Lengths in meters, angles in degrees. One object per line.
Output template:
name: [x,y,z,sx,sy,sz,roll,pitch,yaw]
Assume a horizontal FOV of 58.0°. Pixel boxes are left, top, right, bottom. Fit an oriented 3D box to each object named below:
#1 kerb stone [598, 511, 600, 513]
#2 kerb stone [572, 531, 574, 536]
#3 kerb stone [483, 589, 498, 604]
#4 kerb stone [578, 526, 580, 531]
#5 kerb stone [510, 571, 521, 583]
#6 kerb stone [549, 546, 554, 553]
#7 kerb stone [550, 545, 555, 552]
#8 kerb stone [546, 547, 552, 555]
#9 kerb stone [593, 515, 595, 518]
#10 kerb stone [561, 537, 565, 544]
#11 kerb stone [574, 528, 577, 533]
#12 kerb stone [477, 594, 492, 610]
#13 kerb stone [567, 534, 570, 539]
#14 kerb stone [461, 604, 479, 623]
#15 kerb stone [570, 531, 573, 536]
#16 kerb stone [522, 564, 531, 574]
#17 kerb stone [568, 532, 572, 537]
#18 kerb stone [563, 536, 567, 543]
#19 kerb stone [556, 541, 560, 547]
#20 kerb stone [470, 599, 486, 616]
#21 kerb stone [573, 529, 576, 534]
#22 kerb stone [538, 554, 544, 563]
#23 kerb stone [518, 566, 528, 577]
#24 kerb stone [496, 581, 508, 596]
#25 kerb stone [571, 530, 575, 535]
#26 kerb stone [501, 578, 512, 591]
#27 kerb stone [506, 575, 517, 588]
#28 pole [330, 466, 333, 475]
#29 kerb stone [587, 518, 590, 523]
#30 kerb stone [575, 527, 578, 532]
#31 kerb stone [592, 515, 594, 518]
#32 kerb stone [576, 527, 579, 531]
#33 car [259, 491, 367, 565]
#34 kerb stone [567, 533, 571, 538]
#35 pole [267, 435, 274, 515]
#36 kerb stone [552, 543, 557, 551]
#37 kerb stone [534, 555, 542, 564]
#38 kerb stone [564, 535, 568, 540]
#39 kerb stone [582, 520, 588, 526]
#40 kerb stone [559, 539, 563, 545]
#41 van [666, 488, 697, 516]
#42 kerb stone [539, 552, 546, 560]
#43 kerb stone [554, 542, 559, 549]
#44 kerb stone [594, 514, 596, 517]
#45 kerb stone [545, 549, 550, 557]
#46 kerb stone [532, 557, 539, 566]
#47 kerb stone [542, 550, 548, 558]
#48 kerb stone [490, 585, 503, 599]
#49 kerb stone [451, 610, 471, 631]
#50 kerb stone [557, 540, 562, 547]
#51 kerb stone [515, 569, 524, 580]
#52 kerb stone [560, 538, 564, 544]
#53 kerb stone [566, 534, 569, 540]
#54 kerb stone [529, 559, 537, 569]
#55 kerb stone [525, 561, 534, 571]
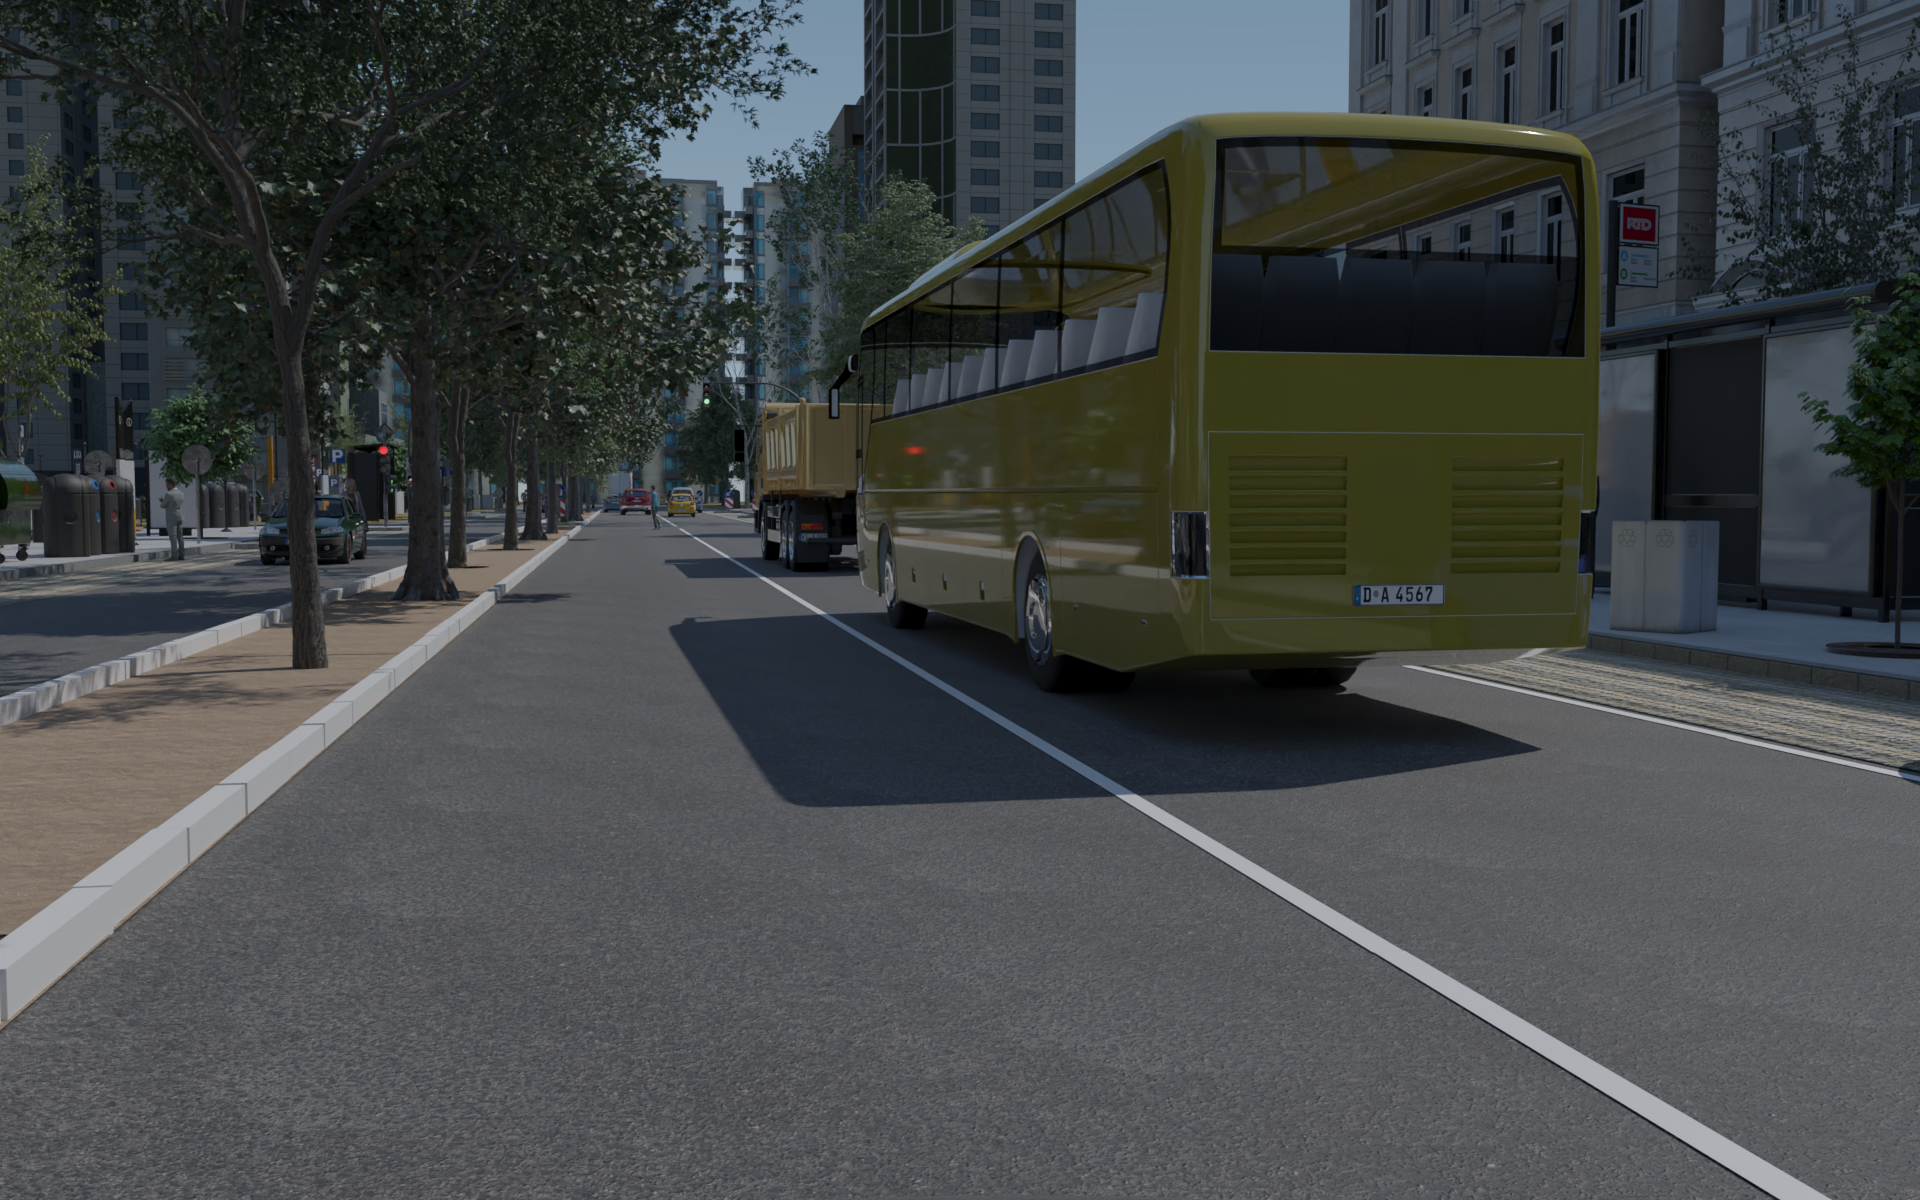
kerb stone: [-24.241,-5.695,115.349,0.120,0.150,1.000,-1,4,-11]
kerb stone: [-12.755,-2.098,56.502,0.120,0.150,1.000,-1,4,-11]
kerb stone: [-6.078,-0.005,22.271,0.120,0.150,1.000,-1,4,-11]
kerb stone: [-14.325,-2.590,64.547,0.120,0.150,1.000,-1,4,-11]
kerb stone: [-7.055,-0.312,27.299,0.120,0.150,1.000,-1,4,-11]
kerb stone: [-9.611,-1.112,40.381,0.120,0.150,1.000,-1,4,-11]
kerb stone: [-9.809,-1.174,41.388,0.120,0.150,1.000,-1,4,-11]
kerb stone: [-9.414,-1.051,39.375,0.120,0.150,1.000,-1,4,-11]
kerb stone: [-20.517,-4.527,96.229,0.120,0.150,1.000,-1,4,-11]
kerb stone: [-11.188,-1.603,48.434,0.120,0.150,1.000,-1,4,-11]
kerb stone: [-13.545,-2.340,60.531,0.120,0.150,1.000,-1,4,-11]
kerb stone: [-5.875,0.057,21.270,0.120,0.150,1.000,-1,4,-11]
kerb stone: [-11.972,-1.848,52.476,0.120,0.150,1.000,-1,4,-11]
kerb stone: [-5.485,0.180,19.258,0.120,0.150,1.000,-1,4,-11]
kerb stone: [-12.555,-2.036,55.492,0.120,0.150,1.000,-1,4,-11]
kerb stone: [-7.651,-0.497,30.323,0.120,0.150,1.000,-1,4,-11]
kerb stone: [-12.361,-1.971,54.488,0.120,0.150,1.000,-1,4,-11]
kerb stone: [-11.376,-1.667,49.447,0.120,0.150,1.000,-1,4,-11]
kerb stone: [-10.392,-1.355,44.401,0.120,0.150,1.000,-1,4,-11]
kerb stone: [-5.682,0.120,20.266,0.120,0.150,1.000,-1,4,-11]
kerb stone: [-13.146,-2.216,58.512,0.120,0.150,1.000,-1,4,-11]
kerb stone: [-8.637,-0.805,35.359,0.120,0.150,1.000,-1,4,-11]
kerb stone: [-7.453,-0.436,29.321,0.120,0.150,1.000,-1,4,-11]
kerb stone: [-6.464,-0.128,24.290,0.120,0.150,1.000,-1,4,-11]
kerb stone: [-12.955,-2.160,57.504,0.120,0.150,1.000,-1,4,-11]
kerb stone: [-6.667,-0.189,25.292,0.120,0.150,1.000,-1,4,-11]
kerb stone: [-6.858,-0.250,26.296,0.120,0.150,1.000,-1,4,-11]
pole: [-45.763,-8.096,126.208,0.158,3.312,0.155,0,3,0]
kerb stone: [-18.160,-3.790,84.163,0.120,0.150,1.000,-1,4,-11]
kerb stone: [-13.737,-2.406,61.537,0.120,0.150,1.000,-1,4,-11]
kerb stone: [-20.114,-4.402,94.212,0.120,0.150,1.000,-1,4,-11]
kerb stone: [-13.931,-2.466,62.540,0.120,0.150,1.000,-1,4,-11]
car: [-13.622,-1.638,36.567,2.009,1.686,4.222,-1,4,-12]
kerb stone: [-12.170,-1.913,53.481,0.120,0.150,1.000,-1,4,-11]
pole: [-23.868,-4.045,59.987,0.158,3.312,0.155,0,3,0]
kerb stone: [-10.000,-1.235,42.392,0.120,0.150,1.000,-1,4,-11]
kerb stone: [-8.431,-0.743,34.351,0.120,0.150,1.000,-1,4,-11]
kerb stone: [-11.570,-1.728,50.454,0.120,0.150,1.000,-1,4,-11]
kerb stone: [-16.970,-3.421,78.121,0.120,0.150,1.000,-1,4,-11]
kerb stone: [-10.792,-1.482,46.418,0.120,0.150,1.000,-1,4,-11]
van: [-18.159,-6.494,113.195,2.013,2.044,4.112,-1,4,-10]
kerb stone: [-8.822,-0.867,36.364,0.120,0.150,1.000,-1,4,-11]
kerb stone: [-10.201,-1.297,43.394,0.120,0.150,1.000,-1,4,-11]
kerb stone: [-21.098,-4.713,99.252,0.120,0.150,1.000,-1,4,-11]
kerb stone: [-9.222,-0.989,38.371,0.120,0.150,1.000,-1,4,-11]
kerb stone: [-8.238,-0.677,33.344,0.120,0.150,1.000,-1,4,-11]
kerb stone: [-9.025,-0.928,37.368,0.120,0.150,1.000,-1,4,-11]
kerb stone: [-6.279,-0.066,23.280,0.120,0.150,1.000,-1,4,-11]
kerb stone: [-5.289,0.241,18.255,0.120,0.150,1.000,-1,4,-11]
kerb stone: [-10.589,-1.420,45.415,0.120,0.150,1.000,-1,4,-11]
kerb stone: [-7.255,-0.374,28.318,0.120,0.150,1.000,-1,4,-11]
kerb stone: [-10.986,-1.543,47.426,0.120,0.150,1.000,-1,4,-11]
kerb stone: [-11.778,-1.790,51.470,0.120,0.150,1.000,-1,4,-11]
kerb stone: [-8.036,-0.619,32.331,0.120,0.150,1.000,-1,4,-11]
kerb stone: [-7.839,-0.559,31.328,0.120,0.150,1.000,-1,4,-11]
